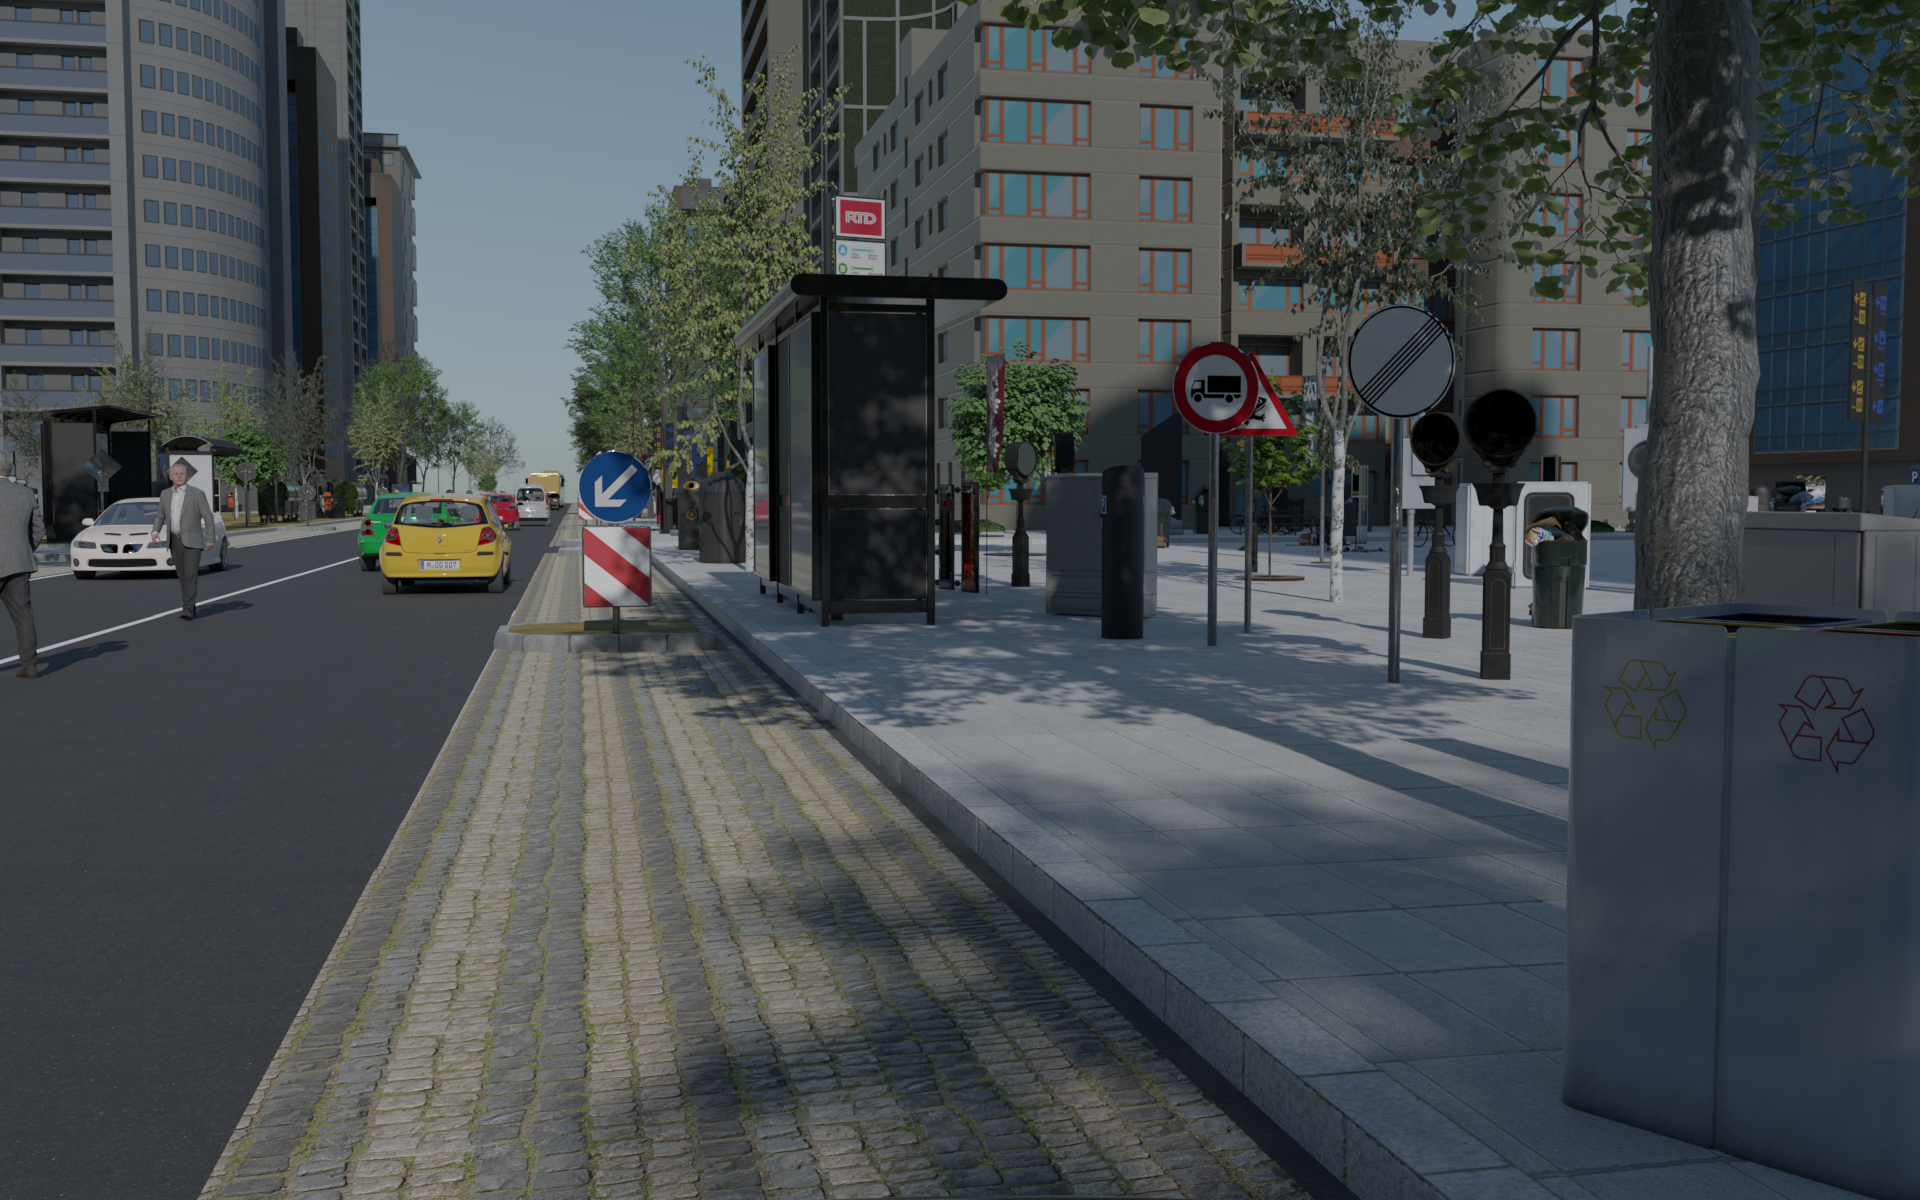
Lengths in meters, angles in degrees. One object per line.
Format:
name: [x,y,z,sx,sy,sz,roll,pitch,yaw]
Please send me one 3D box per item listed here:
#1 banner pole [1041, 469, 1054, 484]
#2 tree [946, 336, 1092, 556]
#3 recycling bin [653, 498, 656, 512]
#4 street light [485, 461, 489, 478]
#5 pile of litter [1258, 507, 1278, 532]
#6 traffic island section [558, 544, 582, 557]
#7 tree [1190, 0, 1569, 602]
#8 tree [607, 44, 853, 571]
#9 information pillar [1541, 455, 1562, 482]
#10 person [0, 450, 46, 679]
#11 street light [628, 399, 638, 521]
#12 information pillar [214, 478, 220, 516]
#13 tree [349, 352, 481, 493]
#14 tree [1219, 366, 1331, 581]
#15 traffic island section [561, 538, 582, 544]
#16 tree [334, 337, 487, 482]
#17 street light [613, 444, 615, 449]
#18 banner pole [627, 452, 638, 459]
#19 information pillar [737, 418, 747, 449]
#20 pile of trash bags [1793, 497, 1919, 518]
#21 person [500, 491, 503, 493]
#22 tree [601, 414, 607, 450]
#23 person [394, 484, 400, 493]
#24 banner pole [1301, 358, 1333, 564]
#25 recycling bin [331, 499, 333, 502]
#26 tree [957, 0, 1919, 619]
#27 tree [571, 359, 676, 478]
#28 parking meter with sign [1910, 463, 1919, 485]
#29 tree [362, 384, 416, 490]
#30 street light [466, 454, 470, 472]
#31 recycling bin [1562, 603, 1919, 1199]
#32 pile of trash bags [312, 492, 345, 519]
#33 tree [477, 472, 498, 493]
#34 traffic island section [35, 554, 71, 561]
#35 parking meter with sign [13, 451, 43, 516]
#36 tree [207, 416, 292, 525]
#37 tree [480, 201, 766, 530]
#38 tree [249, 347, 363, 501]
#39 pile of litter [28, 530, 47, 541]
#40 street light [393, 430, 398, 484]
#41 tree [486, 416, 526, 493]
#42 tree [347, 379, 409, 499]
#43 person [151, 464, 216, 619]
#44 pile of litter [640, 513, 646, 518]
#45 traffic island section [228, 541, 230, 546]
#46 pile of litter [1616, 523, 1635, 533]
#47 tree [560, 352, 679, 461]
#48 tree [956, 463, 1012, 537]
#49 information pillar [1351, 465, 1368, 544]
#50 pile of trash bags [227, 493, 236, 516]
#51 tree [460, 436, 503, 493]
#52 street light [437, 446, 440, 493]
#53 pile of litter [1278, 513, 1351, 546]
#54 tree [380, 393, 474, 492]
banner pole: [2.785,-3.817,52.417,0.863,3.779,0.401,-2,4,-32]
tree: [1.177,-3.207,36.141,4.285,4.588,4.351,0,3,0]
recycling bin: [-21.219,-6.695,122.016,0.722,1.027,0.722,1,4,12]
street light: [-65.460,-16.319,239.598,0.468,5.910,1.993,-1,4,-12]
pile of litter: [10.285,-2.726,58.529,1.176,0.858,1.719,0,4,1]
traffic island section: [-8.411,-1.127,40.714,2.009,0.180,2.903,-1,4,-12]
tree: [4.702,-4.282,20.367,4.360,8.622,3.978,0,3,0]
tree: [-3.579,-4.798,28.815,4.737,8.622,4.395,0,3,0]
information pillar: [11.114,-1.719,32.602,0.304,2.012,0.304,2,4,32]
person: [-7.563,-0.285,13.560,0.834,1.777,0.661,2,4,24]
street light: [-15.671,-6.751,83.168,0.468,5.910,1.993,-1,4,-12]
information pillar: [-34.553,-4.643,80.412,0.304,2.012,0.304,-3,5,-39]
tree: [-40.691,-12.259,126.187,9.928,11.665,9.643,0,3,0]
tree: [4.520,-1.905,25.745,1.663,3.219,1.824,0,3,0]
traffic island section: [-10.135,-1.604,48.512,2.009,0.180,2.903,-1,4,-12]
tree: [-44.111,-13.808,136.129,12.009,13.543,11.850,0,3,0]
street light: [-24.269,-9.094,121.467,0.468,5.910,1.993,-1,4,-12]
banner pole: [-19.781,-6.994,104.375,0.863,3.779,0.401,-1,4,-14]
information pillar: [-6.715,-3.796,53.419,0.183,3.616,0.504,-3,4,-38]
pile of trash bags: [14.327,-1.047,26.870,3.447,1.369,1.912,-1,4,-22]
person: [-40.033,-8.671,150.957,1.217,1.739,0.721,2,4,24]
tree: [-20.616,-9.648,108.107,4.737,8.622,4.395,0,3,0]
person: [-20.405,-3.307,62.849,0.678,1.792,0.850,-3,5,-43]
banner pole: [6.580,-2.575,32.115,0.401,3.779,0.863,-2,4,-28]
recycling bin: [-39.805,-5.933,109.562,0.722,1.027,0.722,-1,4,-11]
tree: [2.154,-5.317,5.064,7.486,12.596,7.792,0,3,0]
tree: [-22.430,-11.077,115.523,7.601,10.594,8.767,0,4,-3]
parking meter with sign: [24.153,-2.876,43.284,1.738,3.016,0.543,0,4,-2]
tree: [-38.780,-10.151,116.326,4.360,8.622,3.978,0,3,0]
street light: [-57.218,-14.007,201.806,0.468,5.910,1.993,-1,4,-12]
recycling bin: [1.754,0.549,3.575,0.722,1.027,0.722,-3,5,-40]
pile of trash bags: [-33.116,-4.939,90.502,1.912,1.369,3.447,-2,4,-24]
tree: [-69.605,-16.601,255.136,4.285,4.588,4.351,0,3,0]
traffic island section: [-18.999,-0.985,38.387,2.009,0.180,2.903,-1,4,-12]
parking meter with sign: [-37.628,-4.555,70.735,1.738,3.016,0.543,-2,4,-24]
tree: [-29.838,-5.423,72.384,4.285,4.588,4.351,0,3,0]
tree: [-10.415,-8.319,61.772,9.928,11.665,9.643,0,3,0]
tree: [-32.696,-8.303,86.118,4.360,8.622,3.978,0,3,0]
pile of litter: [-25.656,-2.044,47.388,1.176,0.858,1.719,-2,4,-27]
street light: [-39.407,-9.063,120.972,0.468,5.910,1.993,-1,4,-12]
tree: [-73.104,-21.972,269.607,12.009,13.543,11.850,0,3,0]
tree: [-37.424,-9.823,110.966,4.737,8.622,4.395,0,3,0]
person: [-8.903,-0.667,19.809,0.661,1.777,0.834,0,4,-7]
pile of litter: [-17.605,-4.874,93.647,1.176,0.858,1.719,-2,4,-30]
traffic island section: [-20.722,-1.462,46.185,2.009,0.180,2.903,-1,4,-12]
pile of litter: [22.816,-2.696,58.045,1.719,0.858,1.176,2,4,24]
tree: [-26.232,-13.975,135.148,9.857,13.997,8.962,0,3,0]
tree: [0.854,-3.498,51.787,1.663,3.219,1.824,0,3,0]
information pillar: [10.290,-2.454,44.612,0.304,2.012,0.304,-2,4,-35]
pile of trash bags: [-43.846,-5.567,100.768,3.447,1.369,1.912,-2,4,-29]
tree: [-57.984,-15.648,206.208,4.737,8.622,4.395,0,3,0]
street light: [-47.641,-11.340,158.193,0.468,5.910,1.993,-1,4,-12]
pile of litter: [8.942,-1.791,43.242,1.719,0.858,1.176,0,4,4]
tree: [-46.467,-13.155,149.492,8.767,10.594,7.601,-1,4,-23]
